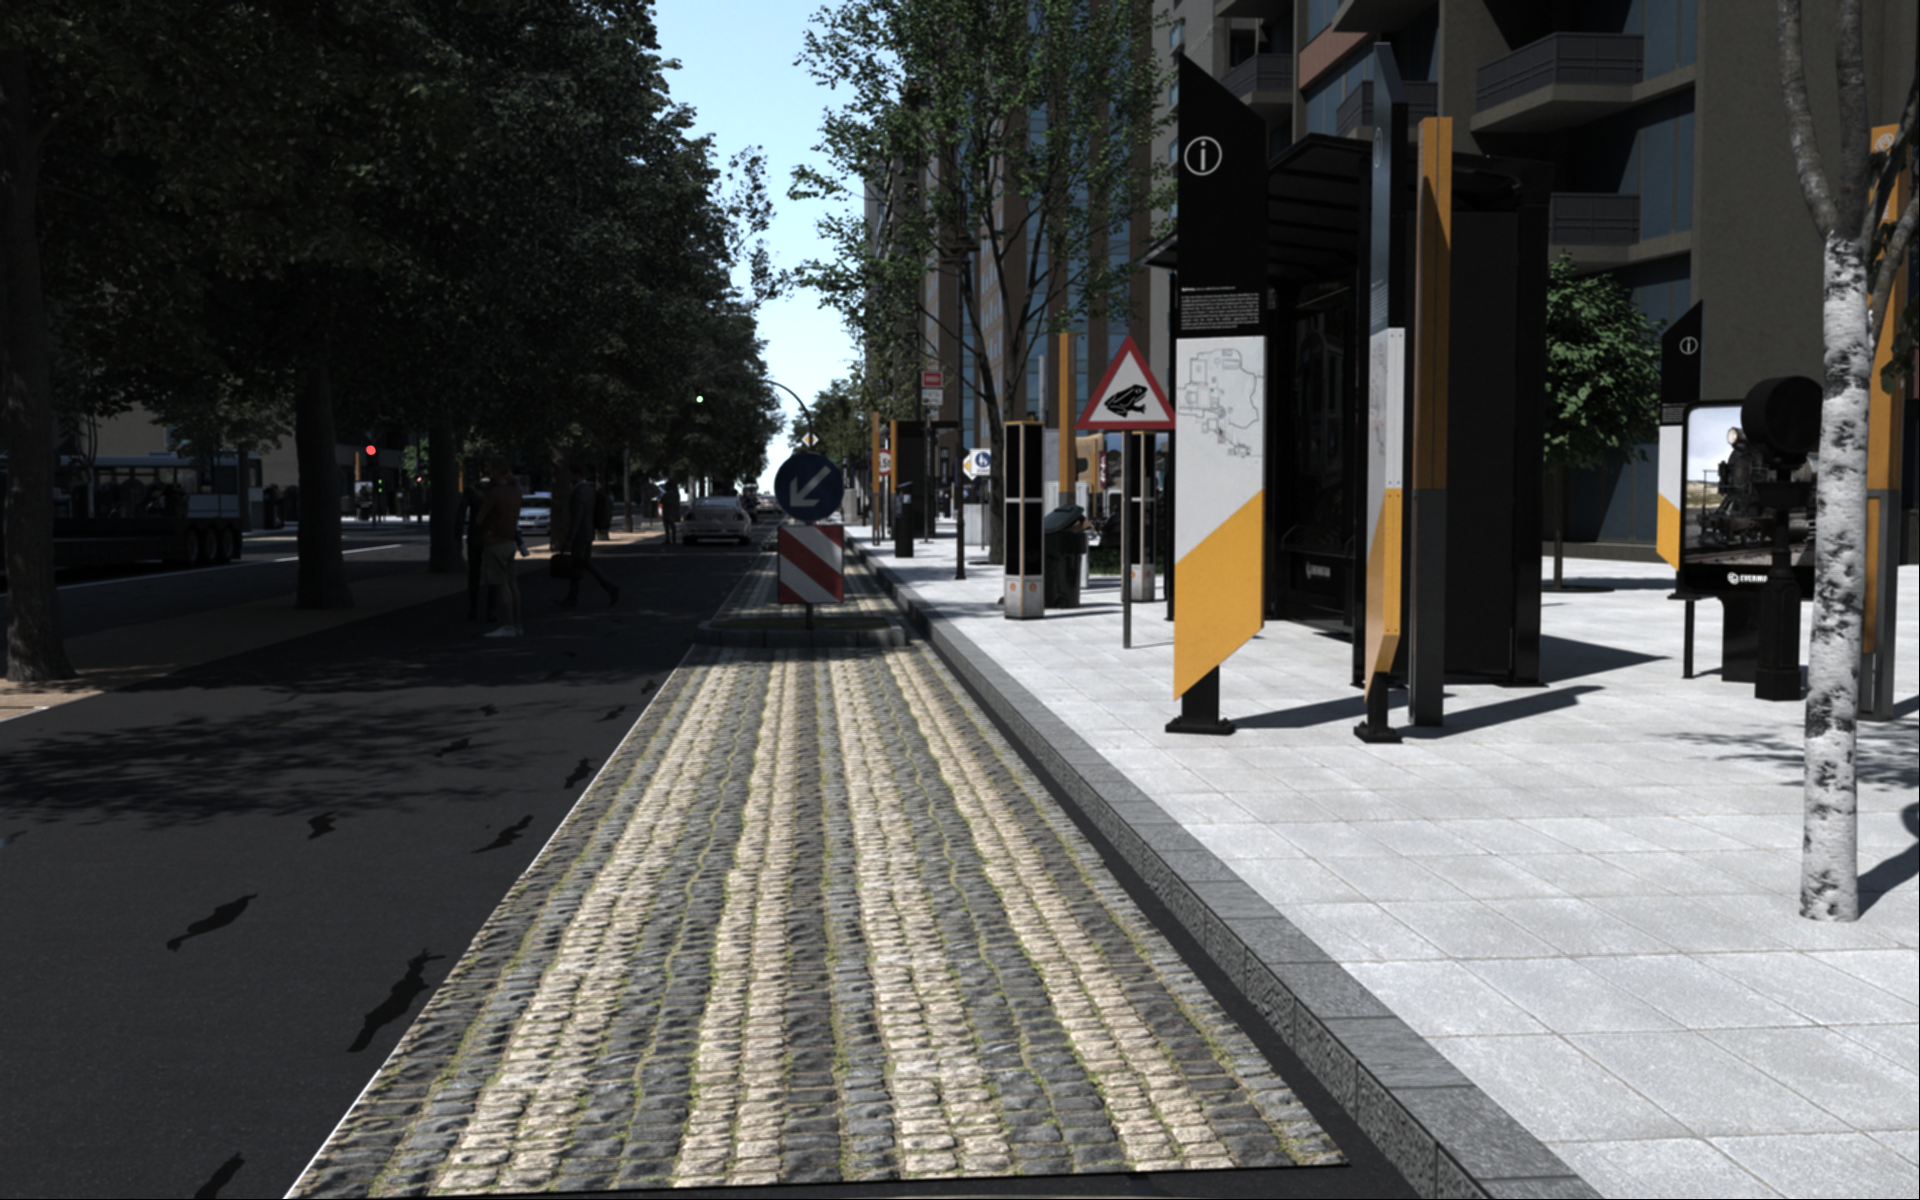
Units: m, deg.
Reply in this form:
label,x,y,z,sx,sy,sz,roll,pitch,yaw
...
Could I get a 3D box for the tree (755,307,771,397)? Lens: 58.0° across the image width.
label,x,y,z,sx,sy,sz,roll,pitch,yaw
tree,-13.240,-10.452,79.998,9.857,13.997,8.962,0,3,0

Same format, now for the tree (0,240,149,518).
label,x,y,z,sx,sy,sz,roll,pitch,yaw
tree,-24.646,-5.995,48.377,4.360,8.622,3.978,0,3,0

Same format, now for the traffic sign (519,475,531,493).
label,x,y,z,sx,sy,sz,roll,pitch,yaw
traffic sign,-29.369,-7.147,116.957,0.768,2.556,0.104,0,4,-4

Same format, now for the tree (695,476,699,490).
label,x,y,z,sx,sy,sz,roll,pitch,yaw
tree,-46.266,-21.578,303.162,4.737,8.622,4.395,0,3,0

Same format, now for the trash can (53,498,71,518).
label,x,y,z,sx,sy,sz,roll,pitch,yaw
trash can,-29.499,-2.758,56.744,0.748,1.137,0.748,0,3,0

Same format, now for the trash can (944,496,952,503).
label,x,y,z,sx,sy,sz,roll,pitch,yaw
trash can,-0.941,-7.566,135.361,0.748,1.137,0.748,0,3,0

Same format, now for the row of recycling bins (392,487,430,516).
label,x,y,z,sx,sy,sz,roll,pitch,yaw
row of recycling bins,-33.217,-5.988,105.019,1.069,1.692,3.534,1,4,12

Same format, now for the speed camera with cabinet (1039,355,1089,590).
label,x,y,z,sx,sy,sz,roll,pitch,yaw
speed camera with cabinet,1.397,-1.820,24.090,0.660,3.252,2.038,0,4,-3

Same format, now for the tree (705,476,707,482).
label,x,y,z,sx,sy,sz,roll,pitch,yaw
tree,-45.667,-22.995,294.090,7.486,12.596,7.792,0,3,0

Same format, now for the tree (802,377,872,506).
label,x,y,z,sx,sy,sz,roll,pitch,yaw
tree,-11.437,-15.317,168.566,7.486,12.596,7.792,0,3,0

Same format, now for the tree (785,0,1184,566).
label,x,y,z,sx,sy,sz,roll,pitch,yaw
tree,0.733,-6.453,31.260,9.928,11.665,9.643,0,3,0

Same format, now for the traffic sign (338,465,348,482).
label,x,y,z,sx,sy,sz,roll,pitch,yaw
traffic sign,-28.188,-4.804,78.556,0.884,2.594,0.081,0,4,0

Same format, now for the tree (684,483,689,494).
label,x,y,z,sx,sy,sz,roll,pitch,yaw
tree,-44.569,-17.623,282.730,1.663,3.219,1.824,0,3,0

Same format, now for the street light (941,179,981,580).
label,x,y,z,sx,sy,sz,roll,pitch,yaw
street light,0.008,-3.245,25.838,0.468,5.910,1.993,0,4,-5

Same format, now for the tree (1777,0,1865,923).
label,x,y,z,sx,sy,sz,roll,pitch,yaw
tree,2.857,-3.336,4.907,4.360,8.622,3.978,0,3,0

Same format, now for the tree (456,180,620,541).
label,x,y,z,sx,sy,sz,roll,pitch,yaw
tree,-10.967,-7.593,52.354,9.928,11.665,9.643,0,3,0

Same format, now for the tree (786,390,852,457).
label,x,y,z,sx,sy,sz,roll,pitch,yaw
tree,-16.826,-18.797,213.992,9.857,13.997,8.962,0,3,0

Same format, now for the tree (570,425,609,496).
label,x,y,z,sx,sy,sz,roll,pitch,yaw
tree,-33.670,-15.188,165.338,9.611,12.733,9.660,0,3,0

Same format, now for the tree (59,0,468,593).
label,x,y,z,sx,sy,sz,roll,pitch,yaw
tree,-9.318,-7.457,31.033,9.857,13.997,8.962,0,3,0

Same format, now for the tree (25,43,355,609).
label,x,y,z,sx,sy,sz,roll,pitch,yaw
tree,-7.939,-6.854,21.179,9.857,13.997,8.962,0,3,0

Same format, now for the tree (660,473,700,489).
label,x,y,z,sx,sy,sz,roll,pitch,yaw
tree,-43.710,-21.126,263.542,7.486,12.596,7.792,0,3,0

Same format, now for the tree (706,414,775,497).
label,x,y,z,sx,sy,sz,roll,pitch,yaw
tree,-18.688,-12.308,138.099,8.767,10.594,7.601,0,4,-5

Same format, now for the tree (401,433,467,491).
label,x,y,z,sx,sy,sz,roll,pitch,yaw
tree,-26.839,-6.382,88.059,4.285,4.588,4.351,0,3,0

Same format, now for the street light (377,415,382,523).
label,x,y,z,sx,sy,sz,roll,pitch,yaw
street light,-25.687,-6.341,76.469,0.468,5.910,1.993,0,4,-5

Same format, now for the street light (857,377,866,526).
label,x,y,z,sx,sy,sz,roll,pitch,yaw
street light,-3.803,-5.864,68.669,0.468,5.910,1.993,0,4,-5

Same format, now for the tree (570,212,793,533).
label,x,y,z,sx,sy,sz,roll,pitch,yaw
tree,-12.217,-9.202,63.277,12.009,13.543,11.850,0,3,0

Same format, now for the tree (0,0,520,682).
label,x,y,z,sx,sy,sz,roll,pitch,yaw
tree,-6.945,-5.623,12.521,7.486,12.596,7.792,0,3,0

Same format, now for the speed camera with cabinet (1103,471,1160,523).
label,x,y,z,sx,sy,sz,roll,pitch,yaw
speed camera with cabinet,6.407,-4.302,64.672,2.038,3.252,0.660,0,4,-3

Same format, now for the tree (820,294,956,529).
label,x,y,z,sx,sy,sz,roll,pitch,yaw
tree,-2.593,-6.936,63.758,4.737,8.622,4.395,0,3,0

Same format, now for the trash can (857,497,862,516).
label,x,y,z,sx,sy,sz,roll,pitch,yaw
trash can,-5.137,-4.434,84.146,0.748,1.137,0.748,0,3,0

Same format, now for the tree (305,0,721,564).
label,x,y,z,sx,sy,sz,roll,pitch,yaw
tree,-9.753,-8.136,42.135,9.857,13.997,8.962,0,3,0

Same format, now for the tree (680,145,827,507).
label,x,y,z,sx,sy,sz,roll,pitch,yaw
tree,-13.228,-14.330,92.647,12.611,20.169,13.585,0,3,0

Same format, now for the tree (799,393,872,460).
label,x,y,z,sx,sy,sz,roll,pitch,yaw
tree,-11.361,-13.705,158.487,7.601,10.594,8.767,0,4,6

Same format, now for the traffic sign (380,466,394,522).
label,x,y,z,sx,sy,sz,roll,pitch,yaw
traffic sign,-26.778,-4.923,80.498,0.884,2.594,0.081,0,4,-4

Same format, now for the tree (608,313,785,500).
label,x,y,z,sx,sy,sz,roll,pitch,yaw
tree,-15.510,-11.281,103.906,9.611,12.733,9.660,0,3,0

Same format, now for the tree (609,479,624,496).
label,x,y,z,sx,sy,sz,roll,pitch,yaw
tree,-35.926,-11.476,182.230,1.663,3.219,1.824,0,3,0

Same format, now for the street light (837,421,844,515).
label,x,y,z,sx,sy,sz,roll,pitch,yaw
street light,-7.405,-8.260,107.842,0.468,5.910,1.993,0,4,-5

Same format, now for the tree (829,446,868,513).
label,x,y,z,sx,sy,sz,roll,pitch,yaw
tree,-7.612,-8.322,119.777,4.285,4.588,4.351,0,3,0

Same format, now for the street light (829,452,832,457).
label,x,y,z,sx,sy,sz,roll,pitch,yaw
street light,-11.232,-10.929,151.482,0.468,5.910,1.993,0,4,-5

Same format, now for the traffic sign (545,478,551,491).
label,x,y,z,sx,sy,sz,roll,pitch,yaw
traffic sign,-32.403,-8.355,136.713,0.768,2.556,0.104,0,4,3

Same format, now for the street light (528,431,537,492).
label,x,y,z,sx,sy,sz,roll,pitch,yaw
street light,-29.484,-8.989,119.765,0.468,5.910,1.993,0,4,-5

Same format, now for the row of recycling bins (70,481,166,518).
label,x,y,z,sx,sy,sz,roll,pitch,yaw
row of recycling bins,-27.077,-2.987,55.948,3.534,1.692,1.069,1,4,11

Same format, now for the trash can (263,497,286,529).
label,x,y,z,sx,sy,sz,roll,pitch,yaw
trash can,-24.937,-3.145,63.072,0.748,1.137,0.748,0,3,0

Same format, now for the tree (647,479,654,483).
label,x,y,z,sx,sy,sz,roll,pitch,yaw
tree,-38.164,-13.329,212.522,1.663,3.219,1.824,0,3,0

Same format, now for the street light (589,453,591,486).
label,x,y,z,sx,sy,sz,roll,pitch,yaw
street light,-32.472,-10.977,152.258,0.468,5.910,1.993,0,4,-5

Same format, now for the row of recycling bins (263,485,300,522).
label,x,y,z,sx,sy,sz,roll,pitch,yaw
row of recycling bins,-33.845,-4.692,83.834,3.534,1.692,1.069,1,4,10
